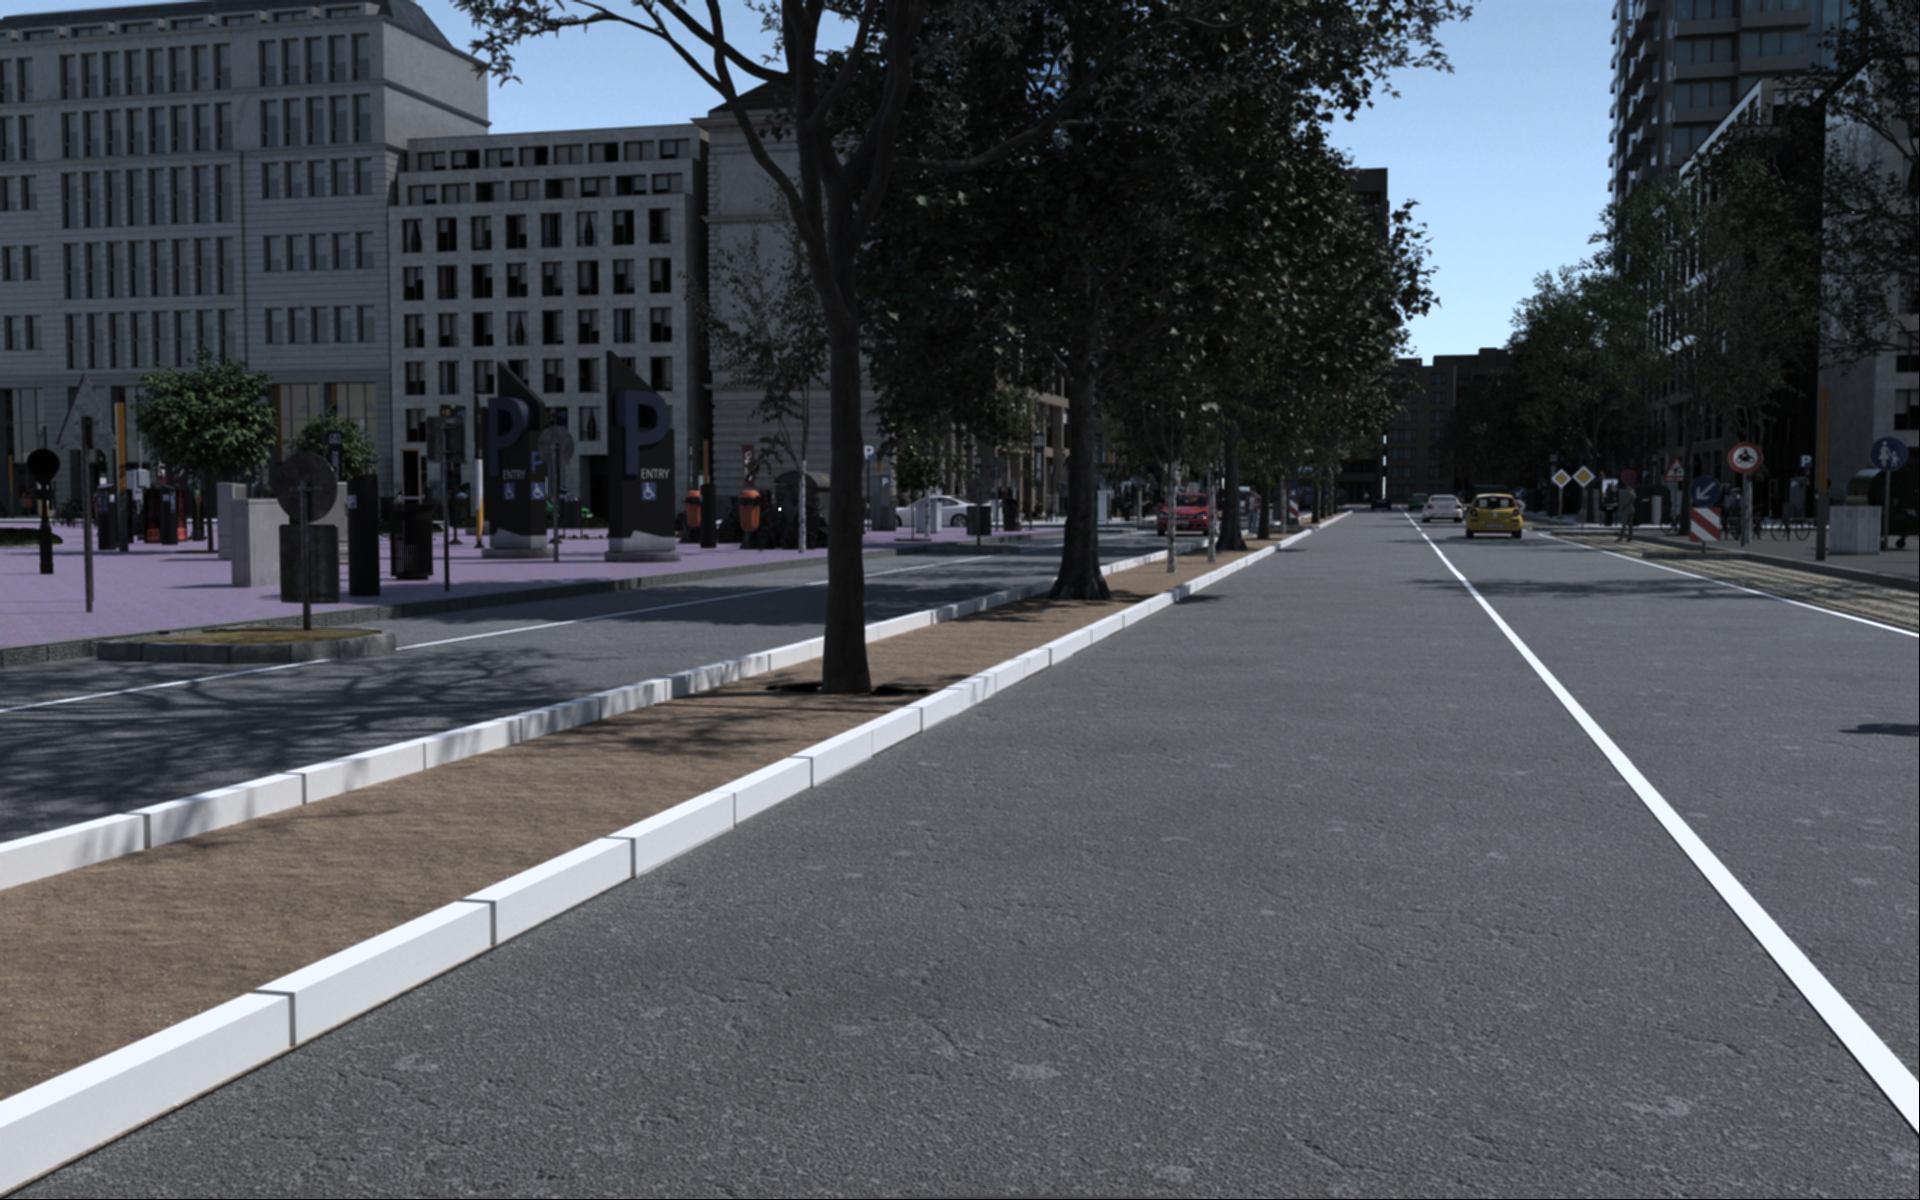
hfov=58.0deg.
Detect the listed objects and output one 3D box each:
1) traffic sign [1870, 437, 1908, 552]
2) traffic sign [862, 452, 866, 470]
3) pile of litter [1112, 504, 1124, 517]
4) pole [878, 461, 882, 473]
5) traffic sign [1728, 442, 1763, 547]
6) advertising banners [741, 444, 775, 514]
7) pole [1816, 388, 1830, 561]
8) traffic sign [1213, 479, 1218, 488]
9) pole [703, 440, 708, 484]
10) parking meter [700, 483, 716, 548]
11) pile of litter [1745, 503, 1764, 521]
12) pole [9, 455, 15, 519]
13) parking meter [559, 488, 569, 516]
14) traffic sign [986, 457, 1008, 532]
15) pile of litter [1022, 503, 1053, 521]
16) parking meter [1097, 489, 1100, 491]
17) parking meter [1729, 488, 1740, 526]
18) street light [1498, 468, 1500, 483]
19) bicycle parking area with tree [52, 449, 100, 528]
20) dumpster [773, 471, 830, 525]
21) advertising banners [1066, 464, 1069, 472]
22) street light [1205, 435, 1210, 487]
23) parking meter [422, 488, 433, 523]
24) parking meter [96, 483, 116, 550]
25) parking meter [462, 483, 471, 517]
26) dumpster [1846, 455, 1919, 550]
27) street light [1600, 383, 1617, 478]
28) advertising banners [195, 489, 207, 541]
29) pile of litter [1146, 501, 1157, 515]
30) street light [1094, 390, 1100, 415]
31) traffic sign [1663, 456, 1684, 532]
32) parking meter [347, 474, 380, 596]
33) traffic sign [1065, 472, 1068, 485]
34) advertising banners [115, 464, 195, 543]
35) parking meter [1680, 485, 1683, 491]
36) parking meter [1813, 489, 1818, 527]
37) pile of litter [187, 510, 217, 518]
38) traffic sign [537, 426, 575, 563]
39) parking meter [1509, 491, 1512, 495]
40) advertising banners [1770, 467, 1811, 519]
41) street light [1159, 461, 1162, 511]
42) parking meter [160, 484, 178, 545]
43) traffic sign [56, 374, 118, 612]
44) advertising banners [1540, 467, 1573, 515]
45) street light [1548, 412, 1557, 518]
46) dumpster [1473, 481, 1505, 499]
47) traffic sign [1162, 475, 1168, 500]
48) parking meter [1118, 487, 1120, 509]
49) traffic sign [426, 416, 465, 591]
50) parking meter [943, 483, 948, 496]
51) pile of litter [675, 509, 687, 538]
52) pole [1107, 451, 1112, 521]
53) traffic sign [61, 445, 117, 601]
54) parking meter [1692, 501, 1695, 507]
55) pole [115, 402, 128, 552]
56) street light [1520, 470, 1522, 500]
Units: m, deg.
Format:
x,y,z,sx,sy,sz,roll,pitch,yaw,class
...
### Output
x,y,z,sx,sy,sz,roll,pitch,yaw,class
20.621,-2.349,38.512,0.768,2.556,0.104,1,4,20,traffic sign
-2.856,-2.793,45.773,0.768,2.556,0.104,1,4,21,traffic sign
8.790,-5.022,96.071,1.176,0.858,1.719,0,4,-3,pile of litter
-3.604,-5.153,78.102,0.158,3.312,0.155,0,3,0,pole
19.145,-2.580,42.287,0.768,2.556,0.104,1,4,20,traffic sign
-6.906,-4.013,61.796,2.074,3.025,0.090,-3,4,-38,advertising banners
16.625,-2.417,33.365,0.158,3.312,0.155,0,3,0,pole
18.934,-7.856,129.628,0.795,2.450,0.064,1,4,14,traffic sign
-9.553,-4.360,65.126,0.158,3.312,0.155,0,3,0,pole
-5.990,-2.005,41.188,0.372,1.533,0.369,0,3,0,parking meter
38.199,-4.247,83.407,1.176,0.858,1.719,3,4,39,pile of litter
-49.732,-5.931,90.807,0.158,3.312,0.155,0,3,0,pole
-16.098,-3.792,70.418,0.372,1.533,0.369,0,3,0,parking meter
1.266,-3.620,59.298,0.768,2.556,0.104,1,4,15,traffic sign
3.723,-4.297,84.224,1.176,0.858,1.719,-3,5,-40,pile of litter
6.907,-4.674,84.828,0.372,1.533,0.369,0,3,0,parking meter
30.766,-3.692,68.776,0.372,1.533,0.369,0,3,0,parking meter
43.554,-10.223,139.926,0.468,5.910,1.993,1,4,14,street light
-36.092,-4.875,66.715,8.231,4.147,9.016,-1,4,-18,bicycle parking area with tree
-3.868,-2.311,43.544,1.264,1.857,1.865,1,4,14,dumpster
6.142,-5.506,86.215,2.074,3.025,0.090,2,4,35,advertising banners
16.824,-8.881,117.997,0.468,5.910,1.993,1,4,14,street light
-20.714,-3.608,67.397,0.372,1.533,0.369,0,3,0,parking meter
-19.603,-1.918,39.777,0.372,1.533,0.369,0,3,0,parking meter
-25.232,-5.060,88.447,0.255,1.863,0.399,3,4,38,parking meter
21.618,-2.305,40.182,1.502,2.255,1.985,1,4,14,dumpster
26.427,-5.989,70.713,0.468,5.910,1.993,1,4,14,street light
-20.940,-3.077,46.503,0.090,3.025,2.074,1,4,12,advertising banners
11.540,-5.654,106.405,1.176,0.858,1.719,-2,4,-33,pile of litter
5.525,-6.098,72.495,0.468,5.910,1.993,1,4,14,street light
24.261,-3.589,58.685,0.884,2.594,0.081,1,4,23,traffic sign
-7.535,-0.823,21.875,0.372,1.533,0.369,0,3,0,parking meter
5.103,-4.715,79.223,0.606,2.300,0.079,1,4,20,traffic sign
-21.101,-2.996,45.165,2.074,3.025,0.090,0,4,1,advertising banners
45.252,-6.280,108.383,0.255,1.863,0.399,0,4,5,parking meter
33.652,-3.635,67.851,0.372,1.533,0.369,0,3,0,parking meter
-41.247,-4.890,93.921,1.719,0.858,1.176,1,4,11,pile of litter
-7.534,-1.965,32.240,0.768,2.556,0.104,1,4,15,traffic sign
42.010,-7.554,131.926,0.372,1.533,0.369,0,3,0,parking meter
42.272,-5.618,88.038,2.074,3.025,0.090,0,4,3,advertising banners
11.047,-7.492,95.277,0.468,5.910,1.993,1,4,14,street light
-20.027,-2.168,43.855,0.372,1.533,0.369,0,3,0,parking meter
-9.452,-1.145,18.727,0.884,2.594,0.081,1,4,22,traffic sign
37.284,-6.858,108.312,2.074,3.025,0.090,0,4,-1,advertising banners
32.107,-7.407,93.886,0.468,5.910,1.993,1,4,14,street light
34.312,-6.567,112.320,1.985,2.255,1.502,1,4,13,dumpster
13.776,-7.069,115.685,0.768,2.556,0.104,1,4,19,traffic sign
13.691,-8.703,148.000,0.255,1.863,0.399,3,4,37,parking meter
-6.772,-1.265,22.809,0.606,2.300,0.079,1,4,21,traffic sign
-0.857,-5.214,90.962,0.399,1.863,0.255,3,5,44,parking meter
-8.390,-2.275,51.167,1.176,0.858,1.719,2,4,30,pile of litter
7.158,-5.450,82.945,0.158,3.312,0.155,0,3,0,pole
-10.431,-1.267,20.711,0.884,2.594,0.081,1,4,22,traffic sign
36.569,-4.782,86.592,0.372,1.533,0.369,0,3,0,parking meter
-18.723,-2.742,38.673,0.158,3.312,0.155,0,3,0,pole
37.952,-8.830,117.163,0.468,5.910,1.993,1,4,14,street light
